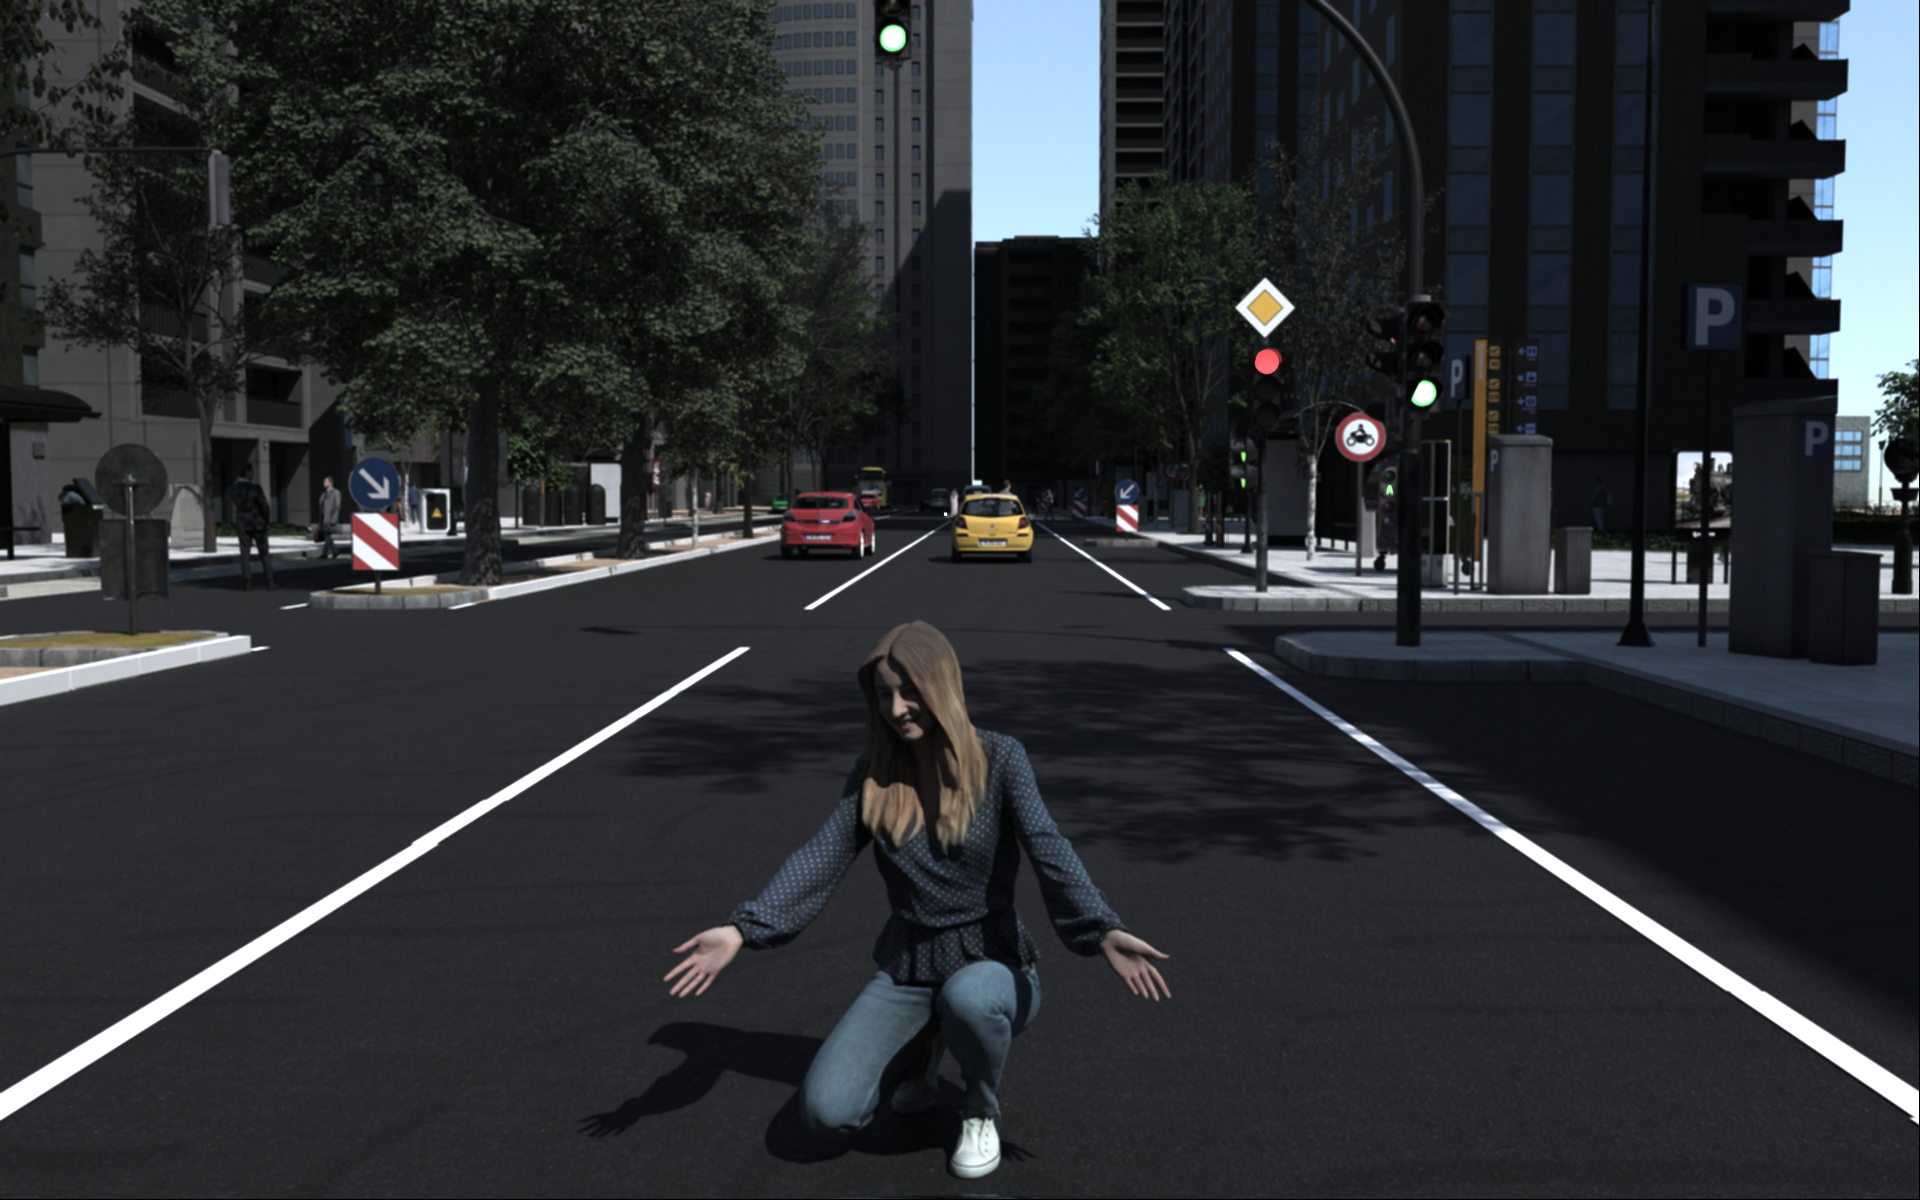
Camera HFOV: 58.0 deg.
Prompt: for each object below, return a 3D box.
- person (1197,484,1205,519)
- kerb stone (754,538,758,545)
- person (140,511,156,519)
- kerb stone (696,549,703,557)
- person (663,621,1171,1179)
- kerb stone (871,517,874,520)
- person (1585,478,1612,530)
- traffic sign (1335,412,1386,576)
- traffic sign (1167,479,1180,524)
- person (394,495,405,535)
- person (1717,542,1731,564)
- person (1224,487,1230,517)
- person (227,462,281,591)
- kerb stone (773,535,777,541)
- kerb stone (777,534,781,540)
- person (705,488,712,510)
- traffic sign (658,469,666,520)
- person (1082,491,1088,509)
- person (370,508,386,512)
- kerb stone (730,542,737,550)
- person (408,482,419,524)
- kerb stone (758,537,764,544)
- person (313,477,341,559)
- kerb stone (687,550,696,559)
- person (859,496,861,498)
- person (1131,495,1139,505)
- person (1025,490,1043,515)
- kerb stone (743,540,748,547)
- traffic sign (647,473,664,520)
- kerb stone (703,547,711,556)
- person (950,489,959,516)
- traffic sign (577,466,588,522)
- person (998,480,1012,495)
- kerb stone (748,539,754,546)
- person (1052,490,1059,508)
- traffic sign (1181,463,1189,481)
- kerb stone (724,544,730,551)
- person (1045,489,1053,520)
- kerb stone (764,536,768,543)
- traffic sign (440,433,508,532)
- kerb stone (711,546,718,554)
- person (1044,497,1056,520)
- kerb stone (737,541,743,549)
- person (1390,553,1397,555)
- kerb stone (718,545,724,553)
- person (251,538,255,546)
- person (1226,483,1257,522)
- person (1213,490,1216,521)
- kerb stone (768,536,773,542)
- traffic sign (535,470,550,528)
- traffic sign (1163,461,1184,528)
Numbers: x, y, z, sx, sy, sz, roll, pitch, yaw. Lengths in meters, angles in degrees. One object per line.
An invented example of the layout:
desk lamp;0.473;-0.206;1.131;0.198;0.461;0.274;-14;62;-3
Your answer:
person;12.366;-5.061;89.033;0.600;1.795;0.529;1;4;10
kerb stone;-5.848;-1.605;48.538;0.120;0.150;1.000;0;4;1
person;-25.670;-2.988;54.754;0.748;1.841;0.638;0;4;8
kerb stone;-6.024;-1.037;39.299;0.120;0.150;1.000;0;4;1
person;-0.008;0.629;3.710;1.012;1.151;0.738;1;4;23
kerb stone;-4.880;-4.555;96.747;0.120;0.150;1.000;0;4;1
person;19.264;-2.801;52.194;0.721;1.781;0.623;3;5;42
traffic sign;6.235;-1.647;27.029;0.768;2.556;0.104;1;4;9
traffic sign;9.003;-4.553;74.450;0.884;2.594;0.081;0;4;3
person;-17.388;-2.632;53.748;0.373;1.253;0.362;-2;4;-30
person;14.071;-1.540;31.410;0.709;1.800;0.728;-1;4;-19
person;15.226;-5.680;99.051;1.348;1.807;0.705;-1;4;-14
person;-10.492;-1.091;25.700;0.648;1.900;0.474;0;4;-3
kerb stone;-5.768;-1.862;52.645;0.120;0.150;1.000;0;4;1
kerb stone;-5.738;-1.925;53.667;0.120;0.150;1.000;0;4;1
person;-20.317;-8.127;139.595;0.621;1.740;0.551;3;4;37
traffic sign;-14.776;-5.187;84.914;0.768;2.556;0.104;0;4;3
person;10.058;-8.144;139.871;0.551;1.740;0.621;-2;4;-30
person;-26.055;-4.374;77.662;0.694;1.812;0.767;-2;4;-35
kerb stone;-5.921;-1.355;44.439;0.120;0.150;1.000;0;4;1
person;-23.387;-4.165;74.329;0.721;1.800;0.419;-1;4;-15
kerb stone;-5.813;-1.674;49.560;0.120;0.150;1.000;0;4;1
person;-13.898;-1.800;38.035;0.694;1.812;0.767;2;4;35
kerb stone;-6.036;-0.983;38.269;0.120;0.150;1.000;0;4;1
person;-8.305;-7.986;138.944;0.709;1.838;0.599;2;4;24
person;7.428;-4.101;73.368;0.520;1.790;0.573;2;4;31
person;4.945;-6.499;115.479;1.217;1.735;0.721;1;4;22
kerb stone;-5.885;-1.485;46.483;0.120;0.150;1.000;0;4;1
traffic sign;-14.898;-5.170;84.537;0.884;2.594;0.081;0;4;5
kerb stone;-6.003;-1.109;40.324;0.120;0.150;1.000;0;4;1
person;-0.354;-5.870;105.138;0.551;1.740;0.621;-1;4;-14
traffic sign;-17.012;-4.802;78.613;0.768;2.556;0.104;0;4;1
person;1.281;-2.279;45.960;0.583;1.804;0.606;-3;5;-44
kerb stone;-5.857;-1.548;47.512;0.120;0.150;1.000;0;4;1
person;9.074;-9.610;164.107;0.756;1.711;0.436;-1;4;-23
traffic sign;9.265;-4.384;71.411;0.795;2.593;0.064;0;4;8
kerb stone;-5.954;-1.297;43.409;0.120;0.150;1.000;0;4;1
person;4.995;-5.348;96.940;0.522;1.701;0.512;-2;4;-33
kerb stone;-5.799;-1.737;50.591;0.120;0.150;1.000;0;4;1
traffic sign;-16.228;-3.913;57.844;2.265;3.308;0.079;0;4;2
kerb stone;-5.982;-1.171;41.355;0.120;0.150;1.000;0;4;1
person;4.922;-5.021;94.871;0.640;1.303;0.475;0;4;2
kerb stone;-5.896;-1.423;45.461;0.120;0.150;1.000;0;4;1
person;9.024;-1.871;36.599;0.622;1.834;0.822;-2;4;-27
kerb stone;-5.965;-1.234;42.379;0.120;0.150;1.000;0;4;1
person;-17.504;-2.218;42.532;0.478;1.798;0.641;-2;4;-35
person;12.923;-4.476;79.439;1.509;1.804;0.699;0;4;-6
person;12.383;-4.554;83.094;0.503;1.515;0.523;-1;4;-20
kerb stone;-5.774;-1.799;51.613;0.120;0.150;1.000;0;4;1
traffic sign;-15.826;-3.991;65.358;0.768;2.556;0.104;1;4;10
traffic sign;8.060;-4.001;65.529;0.768;2.556;0.104;0;4;2
